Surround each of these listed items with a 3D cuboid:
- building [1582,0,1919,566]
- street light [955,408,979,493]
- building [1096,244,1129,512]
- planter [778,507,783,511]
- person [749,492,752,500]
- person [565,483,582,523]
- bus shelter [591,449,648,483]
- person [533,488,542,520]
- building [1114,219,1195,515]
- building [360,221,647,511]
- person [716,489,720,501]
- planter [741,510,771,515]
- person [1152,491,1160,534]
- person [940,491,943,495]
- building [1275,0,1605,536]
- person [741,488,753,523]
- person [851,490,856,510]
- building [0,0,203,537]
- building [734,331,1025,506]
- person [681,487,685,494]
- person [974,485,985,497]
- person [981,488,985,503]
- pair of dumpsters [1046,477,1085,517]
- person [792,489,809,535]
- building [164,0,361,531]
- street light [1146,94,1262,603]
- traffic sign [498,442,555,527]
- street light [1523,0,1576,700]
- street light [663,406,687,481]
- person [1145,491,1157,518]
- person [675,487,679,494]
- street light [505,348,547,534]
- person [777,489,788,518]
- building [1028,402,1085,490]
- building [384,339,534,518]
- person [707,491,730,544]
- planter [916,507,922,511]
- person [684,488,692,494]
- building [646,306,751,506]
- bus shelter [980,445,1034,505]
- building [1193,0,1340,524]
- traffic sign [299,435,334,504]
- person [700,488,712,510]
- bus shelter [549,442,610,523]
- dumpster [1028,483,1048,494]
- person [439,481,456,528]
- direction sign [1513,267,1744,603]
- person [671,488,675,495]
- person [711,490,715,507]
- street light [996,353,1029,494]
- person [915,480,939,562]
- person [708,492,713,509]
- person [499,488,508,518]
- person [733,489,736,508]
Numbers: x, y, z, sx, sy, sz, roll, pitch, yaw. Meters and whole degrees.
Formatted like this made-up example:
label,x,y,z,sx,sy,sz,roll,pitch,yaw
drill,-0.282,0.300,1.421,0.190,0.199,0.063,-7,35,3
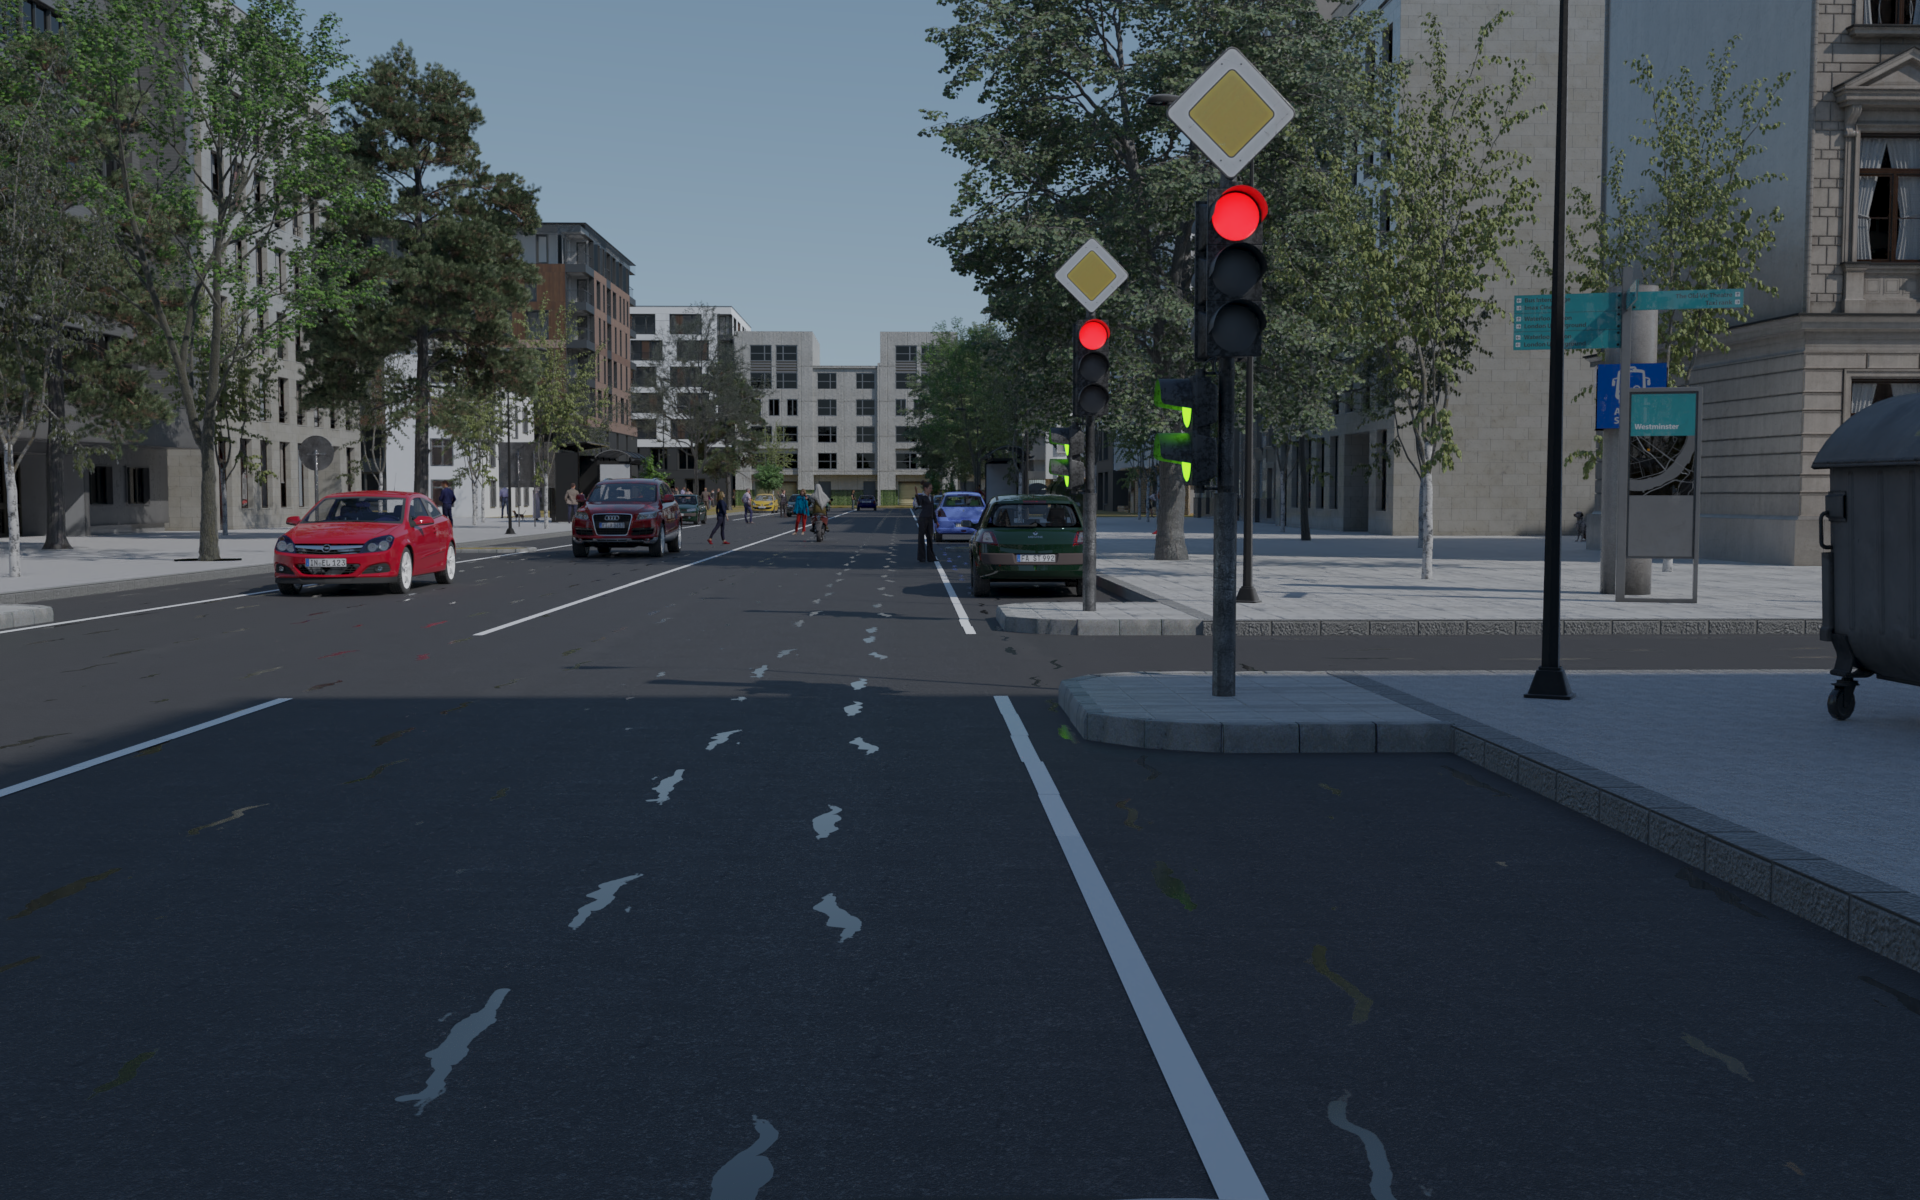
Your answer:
label,x,y,z,sx,sy,sz,roll,pitch,yaw
building,23.729,-10.431,35.168,19.286,19.102,10.561,0,4,-2
street light,0.414,-7.389,93.348,1.470,5.913,1.316,0,4,-2
building,24.604,-18.317,143.461,27.936,21.610,32.646,0,4,-2
planter,-15.109,-7.789,148.494,1.991,0.319,1.994,0,4,-2
person,-18.879,-9.046,154.495,0.434,1.755,0.990,-3,5,-41
person,-16.876,-4.229,75.720,0.617,1.759,0.750,1,4,8
bus shelter,-15.740,-5.319,80.889,2.014,3.302,5.546,0,4,-2
person,-20.499,-4.726,83.985,0.551,1.740,0.621,2,4,25
building,19.050,-16.203,121.344,16.016,20.091,11.380,0,4,-2
building,-44.822,-18.343,143.886,32.646,21.610,27.936,0,4,-2
person,-21.924,-9.186,156.781,0.434,1.755,0.990,1,4,16
planter,-14.209,-6.103,120.920,1.991,0.319,1.994,0,4,-2
person,6.482,-2.908,55.454,0.662,1.594,0.647,-3,4,-38
person,-1.823,-9.840,167.841,0.530,1.710,0.541,0,4,8
building,18.198,-12.621,61.100,10.420,20.320,16.860,0,4,-2
person,-10.338,-4.595,84.560,0.436,1.711,0.756,-2,4,-32
person,-9.733,-9.155,158.204,0.705,1.822,1.348,0,4,7
building,-32.167,-13.740,43.712,14.314,24.678,30.058,0,4,-2
building,-8.956,-20.209,196.875,31.486,18.905,16.747,0,4,-2
person,-21.010,-7.725,132.212,0.599,1.838,0.709,1,4,19
person,0.990,-5.484,95.662,1.348,1.831,0.705,2,4,33
person,1.645,-6.707,116.418,0.721,1.743,1.217,-3,5,-42
pair of dumpsters,4.607,-4.338,73.418,1.574,2.255,4.436,0,4,-2
person,-5.600,-3.109,61.044,0.593,1.614,0.444,2,4,28
building,-31.446,-13.024,67.699,10.420,20.320,16.860,0,4,-2
street light,2.861,-2.922,20.310,1.470,5.913,1.316,0,4,-2
traffic sign,-16.935,-4.513,67.661,2.265,3.308,0.079,0,4,7
street light,3.190,-2.338,10.763,1.470,5.913,1.316,0,4,-2
street light,-15.077,-7.261,91.257,1.470,5.913,1.316,0,4,-2
person,10.468,-5.193,94.130,0.799,1.438,0.628,-1,4,-16
person,-18.216,-6.363,110.606,0.750,1.759,0.617,1,4,13
street light,-13.801,-5.047,55.063,1.470,5.913,1.316,0,4,-2
person,-10.764,-5.857,105.057,0.445,1.727,0.742,1,4,21
building,12.479,-20.839,197.138,11.380,20.091,16.016,0,4,-2
building,-30.889,-10.118,107.578,9.099,9.664,28.070,0,4,-2
person,-6.895,-2.351,49.479,0.613,1.512,0.480,-2,4,-34
planter,-2.778,-7.774,148.251,1.991,0.319,1.994,0,4,-2
person,-19.266,-7.088,122.645,1.217,1.736,0.721,0,4,-1
building,-41.493,-21.872,201.573,32.646,21.610,27.936,0,4,-2
bus shelter,1.981,-4.915,74.278,2.014,3.302,5.546,0,4,-2
building,18.770,-17.406,81.859,12.463,27.353,25.104,0,4,-2
traffic sign,-13.987,-2.296,37.649,0.768,2.556,0.104,0,4,0
person,-19.934,-7.889,135.573,0.990,1.755,0.434,0,4,-7
bus shelter,-17.662,-5.463,80.596,1.731,3.624,6.357,0,4,-2
dumpster,3.951,-5.123,89.518,1.264,1.857,1.865,0,4,-2
person,-17.359,-3.162,58.443,0.504,1.737,0.576,1,4,19
direction sign,7.690,-1.907,19.940,2.525,3.948,1.411,1,4,16
person,-18.080,-6.194,108.792,0.415,1.643,0.593,-3,5,-40
person,-24.067,-9.862,168.095,0.445,1.727,0.742,-2,4,-34
street light,1.674,-5.175,57.154,1.470,5.913,1.316,0,4,-2
person,-0.710,-1.660,36.438,0.445,1.727,0.742,1,4,12
person,-21.820,-8.680,151.180,0.599,1.433,0.991,-3,5,-40
person,-24.022,-5.244,91.658,0.709,1.838,0.599,0,4,2
person,-21.553,-9.663,164.754,0.721,1.735,1.217,0,4,-7
